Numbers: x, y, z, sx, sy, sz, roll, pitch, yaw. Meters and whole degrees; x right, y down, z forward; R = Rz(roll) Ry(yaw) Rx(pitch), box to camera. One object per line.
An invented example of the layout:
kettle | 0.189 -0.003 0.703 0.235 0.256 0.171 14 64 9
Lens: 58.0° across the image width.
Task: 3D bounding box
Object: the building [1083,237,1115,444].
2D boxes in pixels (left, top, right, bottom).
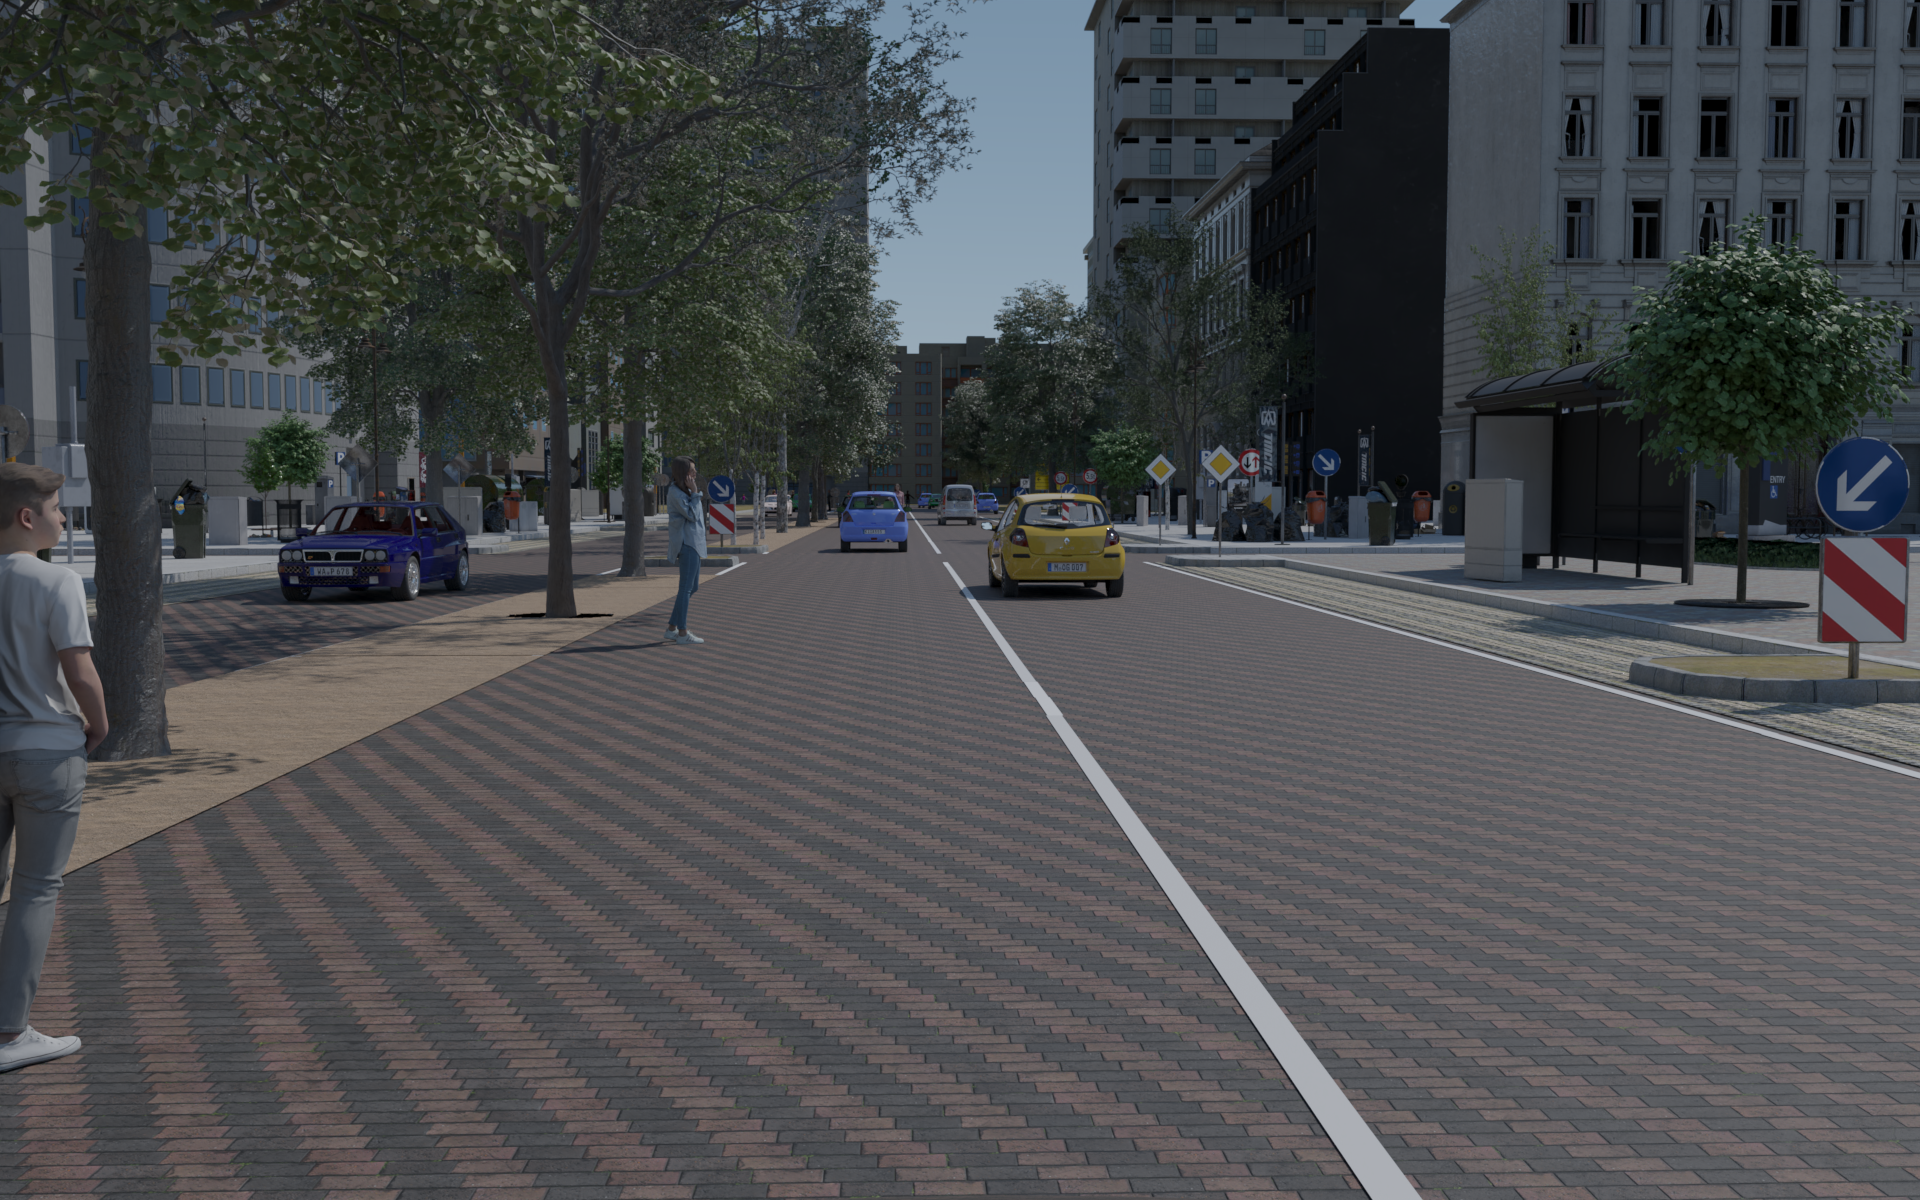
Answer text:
building | 29.401 -32.862 229.179 23.993 40.220 32.217 0 4 -2

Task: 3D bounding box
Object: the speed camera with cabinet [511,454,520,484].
speed camera with cabinet | -22.676 -5.541 84.934 2.038 3.252 0.660 0 4 3

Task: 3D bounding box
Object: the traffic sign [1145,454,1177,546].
traffic sign | 4.976 -2.409 43.037 0.795 2.450 0.064 0 4 -2

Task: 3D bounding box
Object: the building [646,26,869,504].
building | -25.696 -41.575 221.750 28.212 58.520 21.231 0 4 -2

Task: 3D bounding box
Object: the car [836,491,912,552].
car | -2.180 -2.103 43.970 1.945 1.707 3.694 0 4 -3

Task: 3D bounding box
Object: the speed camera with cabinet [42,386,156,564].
speed camera with cabinet | -16.188 -2.341 32.609 0.660 3.252 2.038 2 4 24

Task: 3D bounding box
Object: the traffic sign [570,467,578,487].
traffic sign | -18.072 -4.904 80.285 0.768 2.556 0.104 0 4 -1

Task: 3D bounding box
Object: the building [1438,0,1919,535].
building | 26.752 -12.835 59.008 18.267 20.994 9.793 0 4 -2

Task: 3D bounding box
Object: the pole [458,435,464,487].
pole | -17.278 -4.051 60.071 0.158 3.312 0.155 0 3 0

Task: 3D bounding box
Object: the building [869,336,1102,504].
building | 2.729 -23.360 226.972 28.899 21.520 27.650 0 4 -2

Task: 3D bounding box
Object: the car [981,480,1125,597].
car | 1.350 -0.935 25.513 2.015 1.641 3.980 0 4 -3

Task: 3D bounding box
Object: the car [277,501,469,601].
car | -8.214 -0.727 24.470 1.945 1.354 3.894 0 4 -1

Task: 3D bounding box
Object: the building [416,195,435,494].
building | -32.721 -27.755 103.904 14.600 45.320 14.200 0 4 -2

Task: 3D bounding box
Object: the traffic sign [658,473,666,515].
traffic sign | -18.510 -6.525 106.784 0.768 2.556 0.104 0 4 7

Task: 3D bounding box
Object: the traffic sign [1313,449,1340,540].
traffic sign | 10.307 -2.978 48.792 0.768 2.556 0.104 0 4 6

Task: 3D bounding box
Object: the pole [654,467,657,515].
pole | -18.595 -6.840 105.676 0.158 3.312 0.155 0 3 0

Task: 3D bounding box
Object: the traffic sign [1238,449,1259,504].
traffic sign | 8.190 -2.973 48.708 0.768 2.556 0.104 0 4 6

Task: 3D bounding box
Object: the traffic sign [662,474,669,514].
traffic sign | -18.733 -6.684 109.382 0.768 2.556 0.104 0 4 3

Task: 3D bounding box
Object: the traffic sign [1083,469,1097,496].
traffic sign | 6.480 -5.256 86.045 0.768 2.556 0.104 0 4 3

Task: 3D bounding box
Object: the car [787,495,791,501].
car | -16.529 -9.147 161.918 2.083 1.381 4.827 0 4 -3

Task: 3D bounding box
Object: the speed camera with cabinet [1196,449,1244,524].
speed camera with cabinet | 11.274 -4.937 75.059 2.038 3.252 0.660 2 4 35

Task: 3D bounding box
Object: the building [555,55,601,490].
building | -39.336 -50.005 130.253 22.319 86.520 31.000 0 4 -2

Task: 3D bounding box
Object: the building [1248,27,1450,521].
building | 22.910 -15.972 90.816 12.332 23.373 15.834 0 4 -2

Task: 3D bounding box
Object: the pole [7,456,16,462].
pole | -24.831 -3.150 45.353 0.158 3.312 0.155 0 3 0

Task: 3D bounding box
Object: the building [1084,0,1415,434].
building | 27.814 -35.484 169.402 28.713 52.752 27.495 0 4 -2

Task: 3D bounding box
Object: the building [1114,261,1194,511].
building | 28.234 -18.175 142.208 27.650 21.520 28.899 0 4 -2

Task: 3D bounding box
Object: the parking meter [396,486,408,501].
parking meter | -18.260 -2.952 56.684 0.372 1.533 0.369 0 3 0

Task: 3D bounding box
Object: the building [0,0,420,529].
building | -38.090 -32.547 74.135 21.231 58.520 28.212 0 4 -2

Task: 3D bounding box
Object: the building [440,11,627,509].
building | -37.253 -30.839 154.321 14.600 45.320 14.200 0 4 -2

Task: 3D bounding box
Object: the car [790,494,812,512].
car | -12.529 -7.882 137.662 1.959 1.807 4.718 0 4 -2

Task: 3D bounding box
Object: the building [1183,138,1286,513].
building | 20.967 -17.109 108.609 11.050 23.489 19.941 0 4 -2

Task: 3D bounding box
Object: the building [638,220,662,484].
building | -37.753 -24.672 175.082 14.107 30.474 14.160 0 4 -2

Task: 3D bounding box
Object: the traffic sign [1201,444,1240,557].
traffic sign | 5.267 -1.921 35.057 0.795 2.450 0.064 0 4 -2

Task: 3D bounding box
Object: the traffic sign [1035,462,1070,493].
traffic sign | 5.939 -7.190 111.435 2.265 3.308 0.079 0 4 2

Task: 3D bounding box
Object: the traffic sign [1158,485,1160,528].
traffic sign | 7.538 -3.935 65.528 0.795 2.450 0.064 0 4 -1

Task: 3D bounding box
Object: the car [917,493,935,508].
car | -3.458 -10.281 177.683 1.945 1.707 3.694 0 4 -3

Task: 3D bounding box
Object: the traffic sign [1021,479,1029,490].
traffic sign | 4.365 -6.978 116.217 0.606 2.300 0.079 0 4 4

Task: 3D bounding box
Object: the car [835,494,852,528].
car | -4.427 -4.010 75.350 2.009 1.686 4.222 0 4 -3

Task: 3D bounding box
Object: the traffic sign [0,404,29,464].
traffic sign | -13.585 -1.498 24.606 0.768 2.556 0.104 0 4 5

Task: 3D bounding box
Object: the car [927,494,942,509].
car | -2.184 -9.693 167.278 1.959 1.807 4.718 0 4 -3

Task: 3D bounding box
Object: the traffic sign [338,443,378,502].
traffic sign | -11.967 -1.884 34.452 0.795 2.450 0.064 0 4 -2

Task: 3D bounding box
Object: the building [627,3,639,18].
building | -50.082 -47.826 220.211 20.611 71.187 20.563 0 4 -2

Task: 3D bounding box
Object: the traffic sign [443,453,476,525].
traffic sign | -12.257 -2.372 42.432 0.795 2.450 0.064 0 4 -2

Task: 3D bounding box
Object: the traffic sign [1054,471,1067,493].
traffic sign | 5.649 -5.944 97.296 0.768 2.556 0.104 0 4 -1

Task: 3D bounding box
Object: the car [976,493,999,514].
car | 1.834 -6.958 123.346 1.945 1.707 3.694 0 4 -1

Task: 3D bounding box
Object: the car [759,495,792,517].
car | -11.711 -5.995 110.374 2.083 1.381 4.827 0 4 -2
